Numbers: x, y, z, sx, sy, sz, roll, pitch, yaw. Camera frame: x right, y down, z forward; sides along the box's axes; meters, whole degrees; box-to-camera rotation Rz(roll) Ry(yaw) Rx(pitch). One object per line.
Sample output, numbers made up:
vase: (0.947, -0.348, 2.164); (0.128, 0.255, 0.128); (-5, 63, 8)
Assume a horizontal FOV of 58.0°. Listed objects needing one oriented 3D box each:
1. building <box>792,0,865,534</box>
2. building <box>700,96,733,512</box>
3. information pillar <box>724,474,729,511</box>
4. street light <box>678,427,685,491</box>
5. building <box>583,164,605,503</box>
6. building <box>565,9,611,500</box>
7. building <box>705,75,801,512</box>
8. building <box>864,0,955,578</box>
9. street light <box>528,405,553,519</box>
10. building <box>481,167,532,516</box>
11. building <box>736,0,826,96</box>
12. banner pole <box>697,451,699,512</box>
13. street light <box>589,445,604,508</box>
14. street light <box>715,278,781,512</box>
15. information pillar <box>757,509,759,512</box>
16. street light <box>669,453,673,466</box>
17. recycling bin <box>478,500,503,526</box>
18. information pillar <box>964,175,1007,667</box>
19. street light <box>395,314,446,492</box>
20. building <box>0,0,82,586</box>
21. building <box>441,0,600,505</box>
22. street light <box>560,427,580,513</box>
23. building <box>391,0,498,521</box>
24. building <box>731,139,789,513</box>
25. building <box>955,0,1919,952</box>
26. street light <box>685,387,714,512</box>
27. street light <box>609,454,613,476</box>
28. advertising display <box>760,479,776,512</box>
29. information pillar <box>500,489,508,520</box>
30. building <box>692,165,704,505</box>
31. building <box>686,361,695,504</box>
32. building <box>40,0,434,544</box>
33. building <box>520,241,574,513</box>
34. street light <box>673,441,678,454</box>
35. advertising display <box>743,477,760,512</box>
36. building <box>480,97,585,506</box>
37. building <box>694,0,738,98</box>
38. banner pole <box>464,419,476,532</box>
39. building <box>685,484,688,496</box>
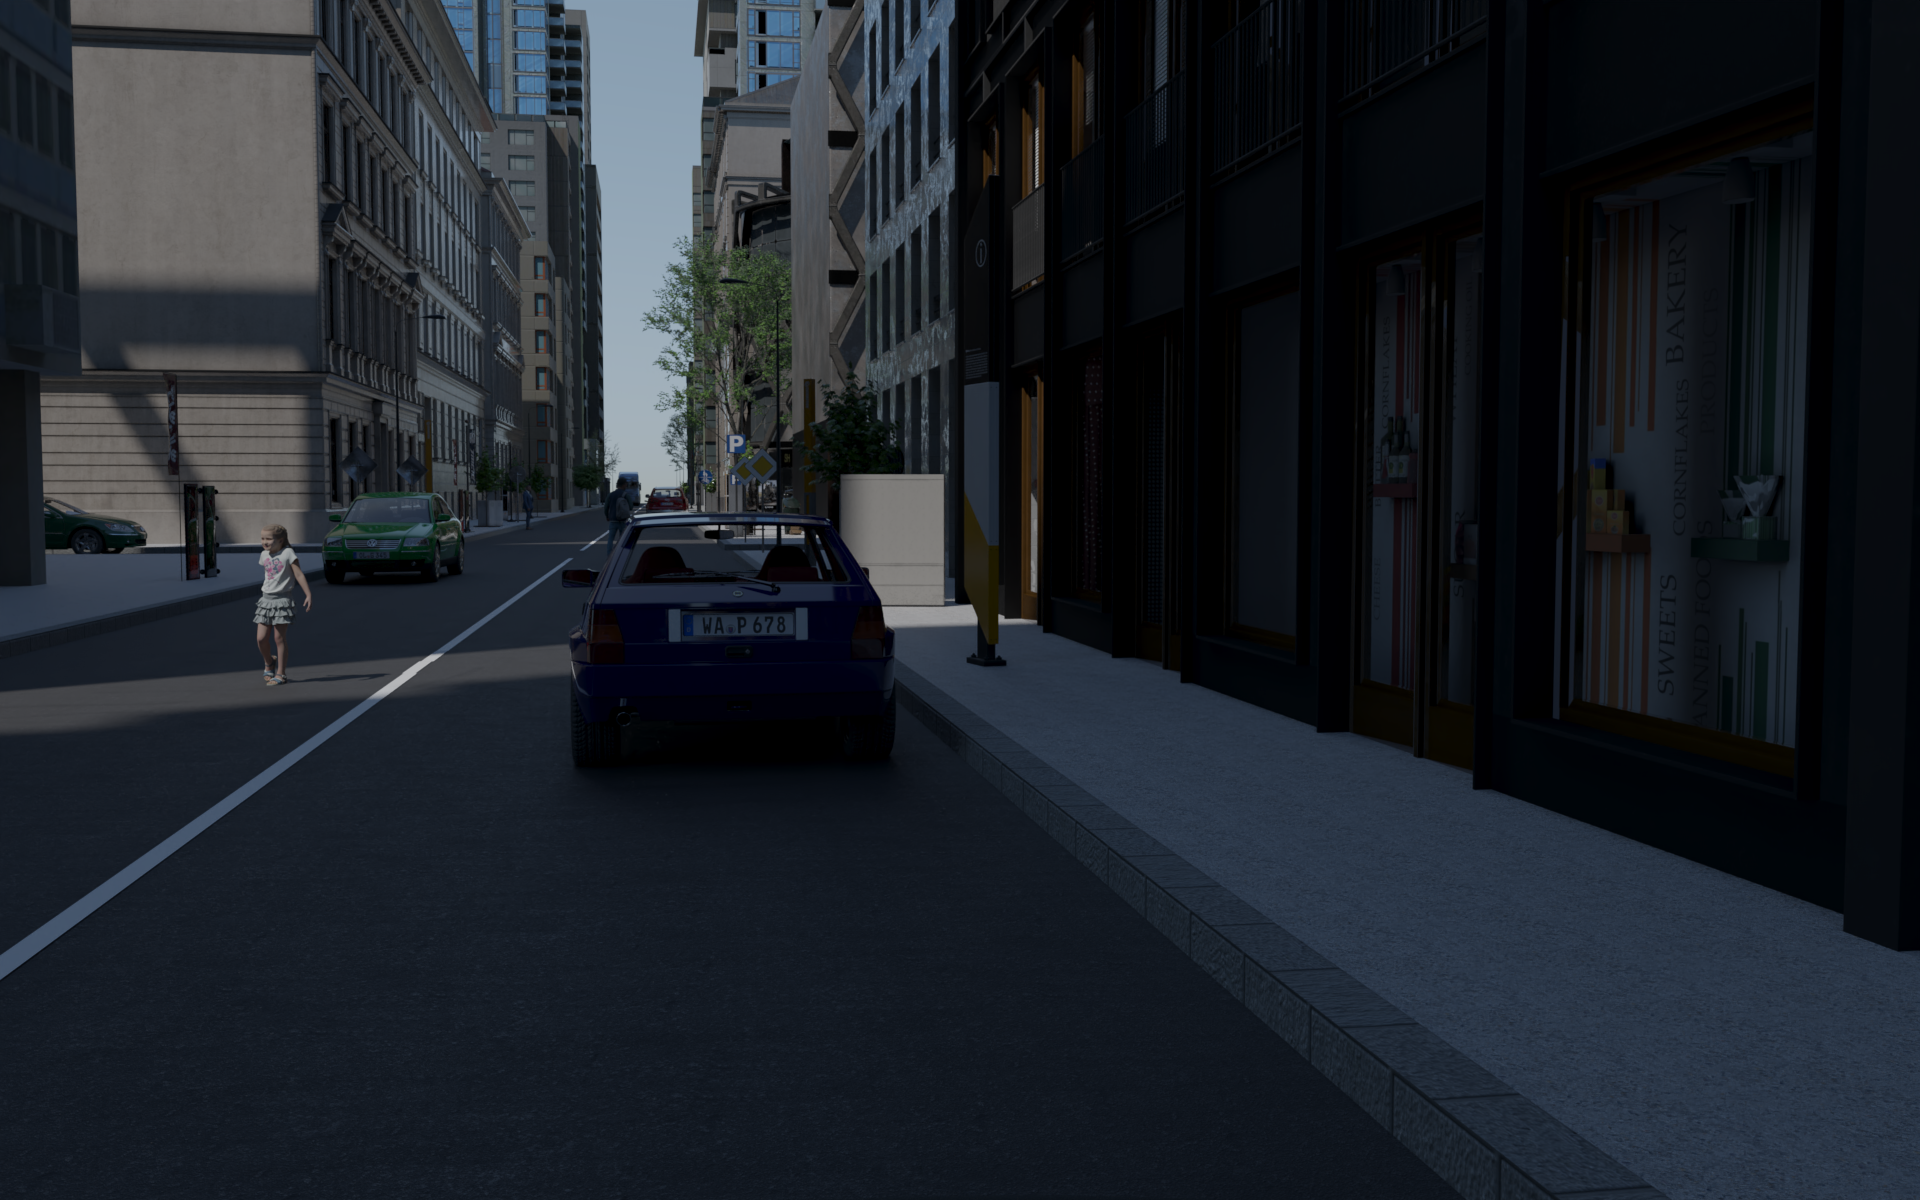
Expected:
building: (3.538, -11.540, 56.133); (16.811, 18.784, 16.820); (-1, 4, -10)
building: (-12.368, -21.938, 130.384); (14.160, 30.474, 14.107); (-1, 4, -10)
information pillar: (-8.444, -3.601, 63.366); (0.304, 2.012, 0.304); (-1, 4, -17)
street light: (-18.435, -8.969, 119.191); (1.470, 5.913, 1.316); (-1, 4, -10)
building: (-60.658, -37.689, 239.917); (21.300, 48.544, 21.600); (-1, 4, -10)
building: (-63.539, -50.290, 260.490); (20.563, 71.187, 20.611); (-1, 4, -10)
building: (-9.233, -19.007, 108.022); (12.463, 27.353, 25.104); (-1, 4, -10)
building: (4.535, -10.665, 29.126); (10.420, 20.320, 16.860); (-1, 4, -10)
street light: (-21.812, -7.183, 89.981); (1.470, 5.913, 1.316); (-1, 4, -10)
building: (-31.825, -16.262, 102.041); (11.583, 22.565, 21.152); (-1, 4, -10)
building: (-10.671, -51.333, 151.960); (22.319, 86.520, 31.000); (-1, 4, -10)
banner pole: (-15.374, -6.828, 101.654); (0.401, 3.779, 0.863); (-1, 4, -11)
street light: (-34.710, -11.761, 164.831); (1.470, 5.913, 1.316); (-1, 4, -10)
street light: (-4.478, -3.972, 37.478); (1.470, 5.913, 1.316); (-1, 4, -10)
information pillar: (-9.071, -4.401, 76.445); (0.304, 2.012, 0.304); (3, 5, 39)
street light: (-31.639, -13.597, 194.851); (1.470, 5.913, 1.316); (-1, 4, -10)
recycling bin: (-18.719, -3.454, 69.022); (0.722, 1.027, 0.722); (3, 4, 37)
information pillar: (0.167, -1.324, 13.007); (0.183, 3.616, 0.504); (-1, 4, -22)
street light: (-13.996, -4.422, 44.845); (1.470, 5.913, 1.316); (-1, 4, -10)
building: (-23.096, -19.820, 15.937); (23.993, 40.220, 32.217); (-1, 4, -10)
building: (-56.022, -55.061, 212.917); (22.319, 86.520, 31.000); (-1, 4, -10)
street light: (-27.051, -9.027, 120.127); (1.470, 5.913, 1.316); (-1, 4, -10)
building: (-29.940, -14.871, 76.419); (16.112, 22.955, 30.059); (-1, 4, -10)
building: (-3.109, -13.482, 87.878); (16.820, 18.784, 16.811); (-1, 4, -10)
building: (7.342, -11.210, 12.958); (12.332, 23.373, 15.834); (-1, 4, -10)
street light: (-11.006, -6.270, 75.048); (1.470, 5.913, 1.316); (-1, 4, -10)
street light: (-41.050, -14.003, 201.490); (1.470, 5.913, 1.316); (-1, 4, -10)
advertising display: (-8.318, -4.279, 75.178); (0.974, 1.923, 0.123); (-1, 4, -21)
information pillar: (-22.162, -4.875, 84.198); (0.304, 2.012, 0.304); (-2, 4, -32)
building: (-26.647, -32.745, 218.969); (14.154, 41.232, 14.086); (-1, 4, -10)
building: (-24.017, -24.282, 242.048); (27.650, 21.520, 28.899); (-1, 4, -10)
building: (-22.616, -11.505, 52.733); (10.561, 19.102, 19.286); (-1, 4, -10)
building: (-44.226, -17.461, 130.525); (27.650, 21.520, 28.899); (-1, 4, -10)
street light: (-23.949, -10.900, 150.753); (1.470, 5.913, 1.316); (-1, 4, -10)
advertising display: (-6.503, -2.957, 53.556); (0.123, 1.923, 0.974); (1, 4, 14)
building: (-46.877, -30.414, 180.870); (14.154, 41.232, 14.086); (-1, 4, -10)
building: (-13.001, -36.268, 182.214); (28.713, 52.752, 27.495); (-1, 4, -10)
banner pole: (-16.500, -4.183, 58.411); (0.401, 3.779, 0.863); (1, 4, 10)
building: (-26.739, -35.224, 267.795); (32.217, 40.220, 23.993); (-1, 4, -10)
